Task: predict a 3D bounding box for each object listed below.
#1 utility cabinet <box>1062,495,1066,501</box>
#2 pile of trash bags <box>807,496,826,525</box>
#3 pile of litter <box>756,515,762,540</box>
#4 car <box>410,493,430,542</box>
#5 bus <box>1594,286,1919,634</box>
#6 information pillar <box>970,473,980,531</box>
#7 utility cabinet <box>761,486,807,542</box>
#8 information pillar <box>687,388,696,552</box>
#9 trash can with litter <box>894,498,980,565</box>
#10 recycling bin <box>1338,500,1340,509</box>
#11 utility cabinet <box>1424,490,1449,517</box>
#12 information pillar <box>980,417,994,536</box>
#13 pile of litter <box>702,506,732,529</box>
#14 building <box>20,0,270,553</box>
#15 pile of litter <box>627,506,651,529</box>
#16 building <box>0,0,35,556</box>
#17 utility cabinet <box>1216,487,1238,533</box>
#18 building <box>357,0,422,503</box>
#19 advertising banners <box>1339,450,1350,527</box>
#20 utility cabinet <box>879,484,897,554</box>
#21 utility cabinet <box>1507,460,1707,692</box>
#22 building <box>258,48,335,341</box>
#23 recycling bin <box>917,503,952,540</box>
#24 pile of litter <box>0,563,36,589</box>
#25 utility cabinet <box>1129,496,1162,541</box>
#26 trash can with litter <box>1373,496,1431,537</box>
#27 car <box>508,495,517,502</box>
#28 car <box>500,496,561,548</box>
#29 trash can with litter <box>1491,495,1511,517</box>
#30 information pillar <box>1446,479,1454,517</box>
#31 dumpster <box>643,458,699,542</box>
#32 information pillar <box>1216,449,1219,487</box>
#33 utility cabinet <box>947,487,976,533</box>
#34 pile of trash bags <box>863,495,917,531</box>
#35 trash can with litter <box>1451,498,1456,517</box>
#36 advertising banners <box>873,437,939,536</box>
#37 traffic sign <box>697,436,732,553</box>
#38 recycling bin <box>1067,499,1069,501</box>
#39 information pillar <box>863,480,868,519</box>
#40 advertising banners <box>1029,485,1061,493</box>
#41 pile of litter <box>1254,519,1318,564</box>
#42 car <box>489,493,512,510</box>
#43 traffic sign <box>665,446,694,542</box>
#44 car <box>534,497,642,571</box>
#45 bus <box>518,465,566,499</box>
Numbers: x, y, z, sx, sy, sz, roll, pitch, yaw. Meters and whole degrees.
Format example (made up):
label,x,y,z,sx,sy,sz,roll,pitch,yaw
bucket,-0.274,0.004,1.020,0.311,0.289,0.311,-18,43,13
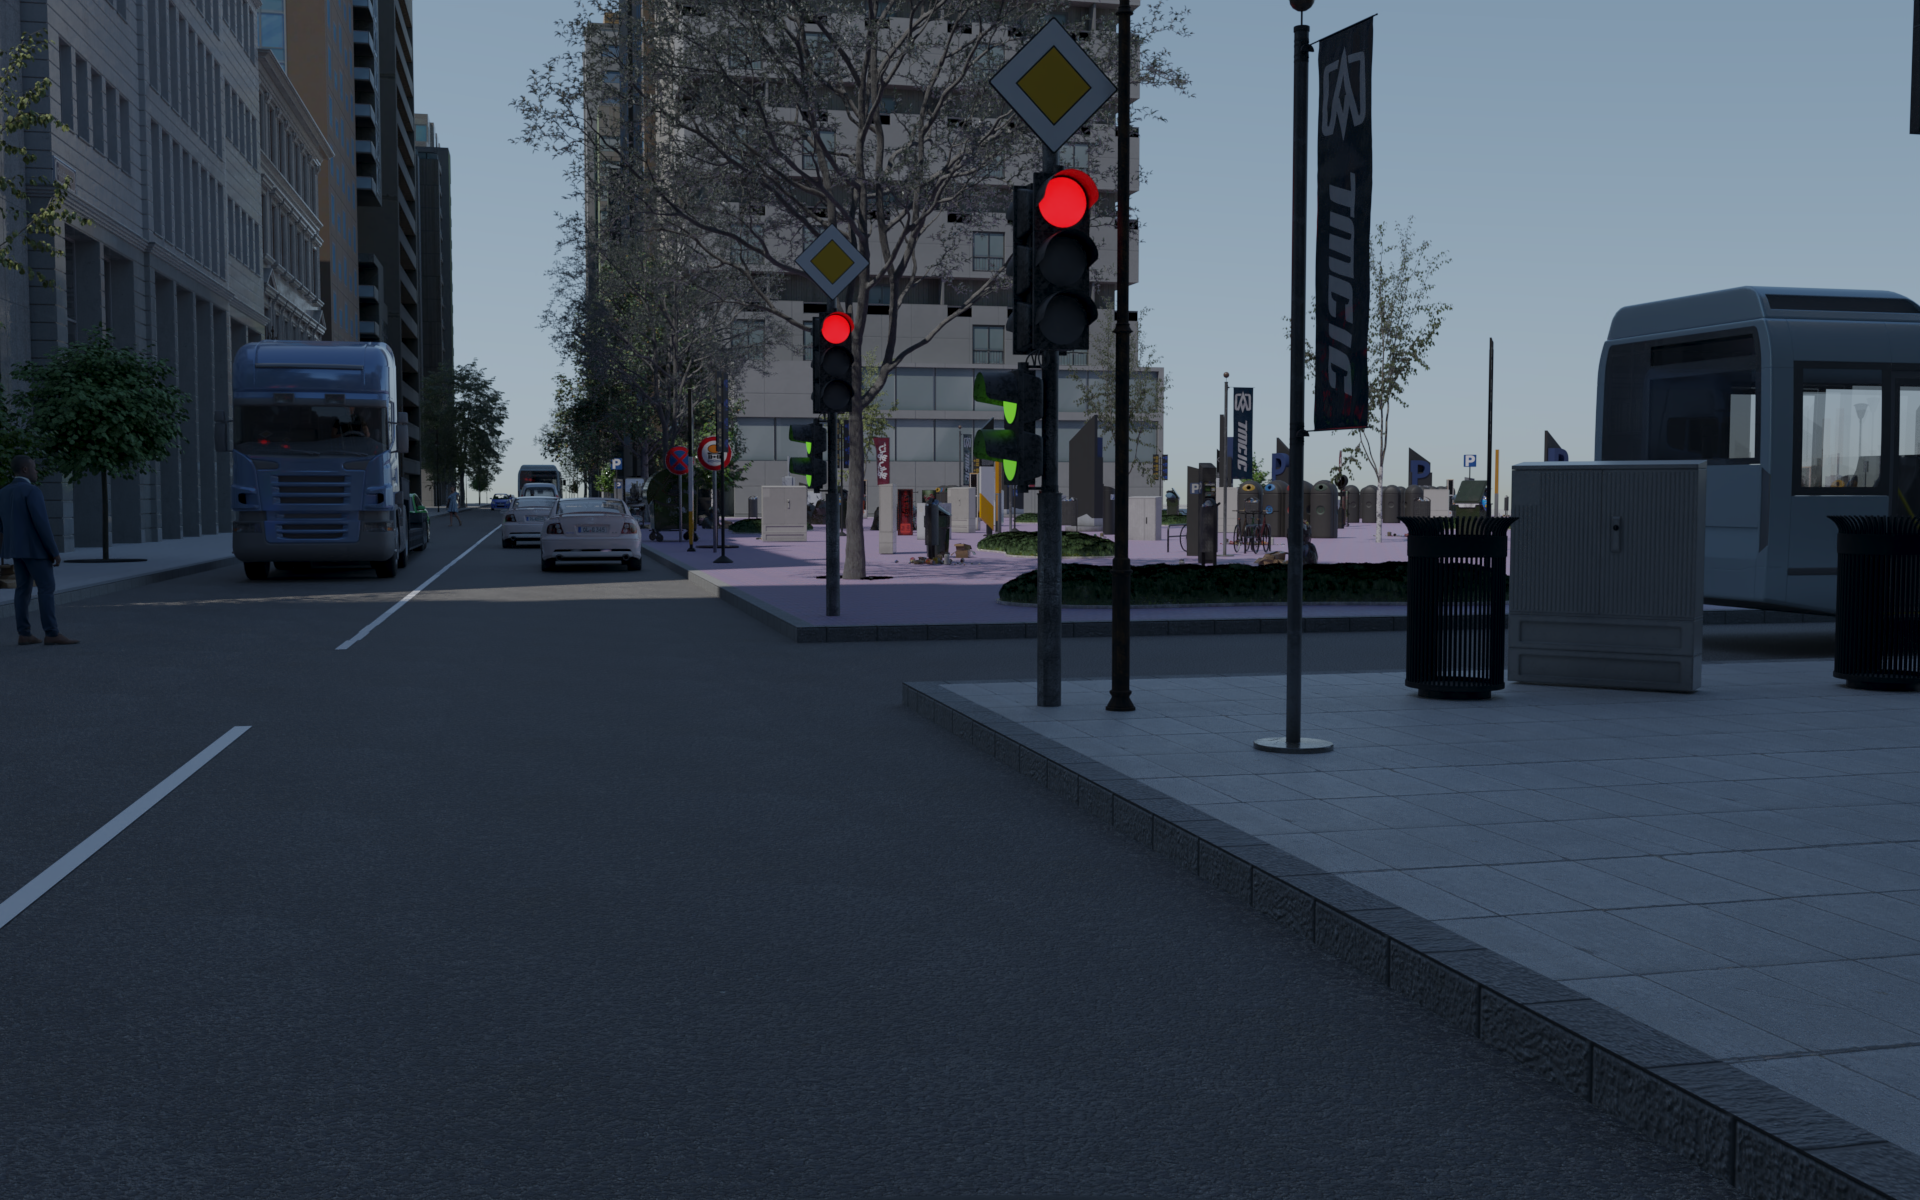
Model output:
label,x,y,z,sx,sy,sz,roll,pitch,yaw
utility cabinet,4.720,-4.417,83.373,0.306,1.237,1.020,2,4,35
pile of trash bags,-6.234,-3.870,73.032,3.447,1.369,1.912,-2,4,-24
pile of litter,-5.127,-2.122,48.654,1.176,0.858,1.719,-1,4,-13
car,-16.327,-2.508,49.802,1.959,1.807,4.718,-1,4,-12
bus,13.103,-1.403,17.792,13.247,3.499,2.948,-1,4,-14
information pillar,0.532,-3.434,60.640,0.304,2.012,0.304,1,4,19
utility cabinet,-4.694,-2.298,46.248,1.173,1.500,0.318,-1,4,-13
information pillar,-6.011,-2.894,38.672,0.183,3.616,0.504,0,4,-6
trash can with litter,-0.375,-1.296,32.248,1.678,1.210,2.233,0,4,6
recycling bin,17.016,-4.086,79.364,0.722,1.027,0.722,-2,4,-34
utility cabinet,23.271,-4.644,84.613,1.173,1.500,0.318,1,4,20
information pillar,0.823,-3.737,52.452,0.504,3.616,0.183,-2,4,-32
pile of litter,-8.876,-3.070,64.161,1.176,0.858,1.719,3,5,41
building,-28.236,-16.662,49.924,11.434,29.767,29.804,-1,4,-14
pile of litter,-11.958,-3.060,64.000,1.176,0.858,1.719,-1,4,-18
building,-23.474,-12.701,25.687,12.078,24.808,19.932,-1,4,-14
utility cabinet,8.598,-2.964,57.137,1.173,1.500,0.318,1,4,21
building,-55.957,-31.613,140.578,21.300,48.544,21.600,-1,4,-14
advertising banners,15.162,-4.416,68.385,0.090,3.025,2.074,0,4,2
utility cabinet,-1.561,-1.747,37.248,0.318,1.500,1.173,0,4,2
utility cabinet,4.265,-0.170,11.458,1.173,1.500,0.318,2,4,33
building,-34.209,-14.600,74.864,11.583,22.565,21.152,-1,4,-14
recycling bin,-0.723,-2.209,48.663,0.722,1.027,0.722,3,5,43
pile of litter,-13.296,-0.618,24.067,1.176,0.858,1.719,0,4,-7
utility cabinet,5.122,-2.259,48.093,0.306,1.237,1.020,-3,5,-43
trash can with litter,13.592,-2.516,52.189,2.233,1.210,1.678,3,4,38
car,-60.347,-13.416,231.711,2.083,1.381,4.827,-1,4,-12
car,-11.535,-2.145,47.428,2.083,1.381,4.827,-1,4,-12
trash can with litter,30.711,-5.286,97.475,1.678,1.210,2.233,0,4,8
information pillar,24.462,-5.017,86.521,0.304,2.012,0.304,0,4,1
dumpster,-7.815,-2.728,47.104,1.502,2.255,1.985,-1,4,-13
information pillar,13.435,-5.988,89.253,0.504,3.616,0.183,0,4,-6
utility cabinet,0.039,-2.963,57.120,0.318,1.500,1.173,-3,4,-36
pile of trash bags,-2.457,-3.134,60.991,3.447,1.369,1.912,-3,4,-38
trash can with litter,20.009,-3.507,68.734,0.624,1.170,1.055,-3,5,-42
advertising banners,-1.660,-3.502,53.440,2.074,3.025,0.090,-1,4,-13
traffic sign,-5.370,-2.312,37.903,0.768,2.556,0.104,-1,4,-13
recycling bin,5.390,-4.508,86.261,0.722,1.027,0.722,-3,4,-39
information pillar,-4.978,-5.242,90.198,0.304,2.012,0.304,0,4,7
advertising banners,3.470,-4.646,72.155,0.090,3.025,2.074,-3,5,-39
pile of litter,5.615,-0.979,29.972,1.176,0.858,1.719,3,4,38
car,-40.550,-8.772,153.007,1.945,1.707,3.694,-1,4,-14
traffic sign,-7.428,-2.805,45.975,0.768,2.556,0.104,0,4,-5
car,-7.189,-1.300,33.614,2.083,1.381,4.827,-1,4,-13
bus,-27.663,-7.319,114.527,2.948,3.499,13.247,-1,4,-12
